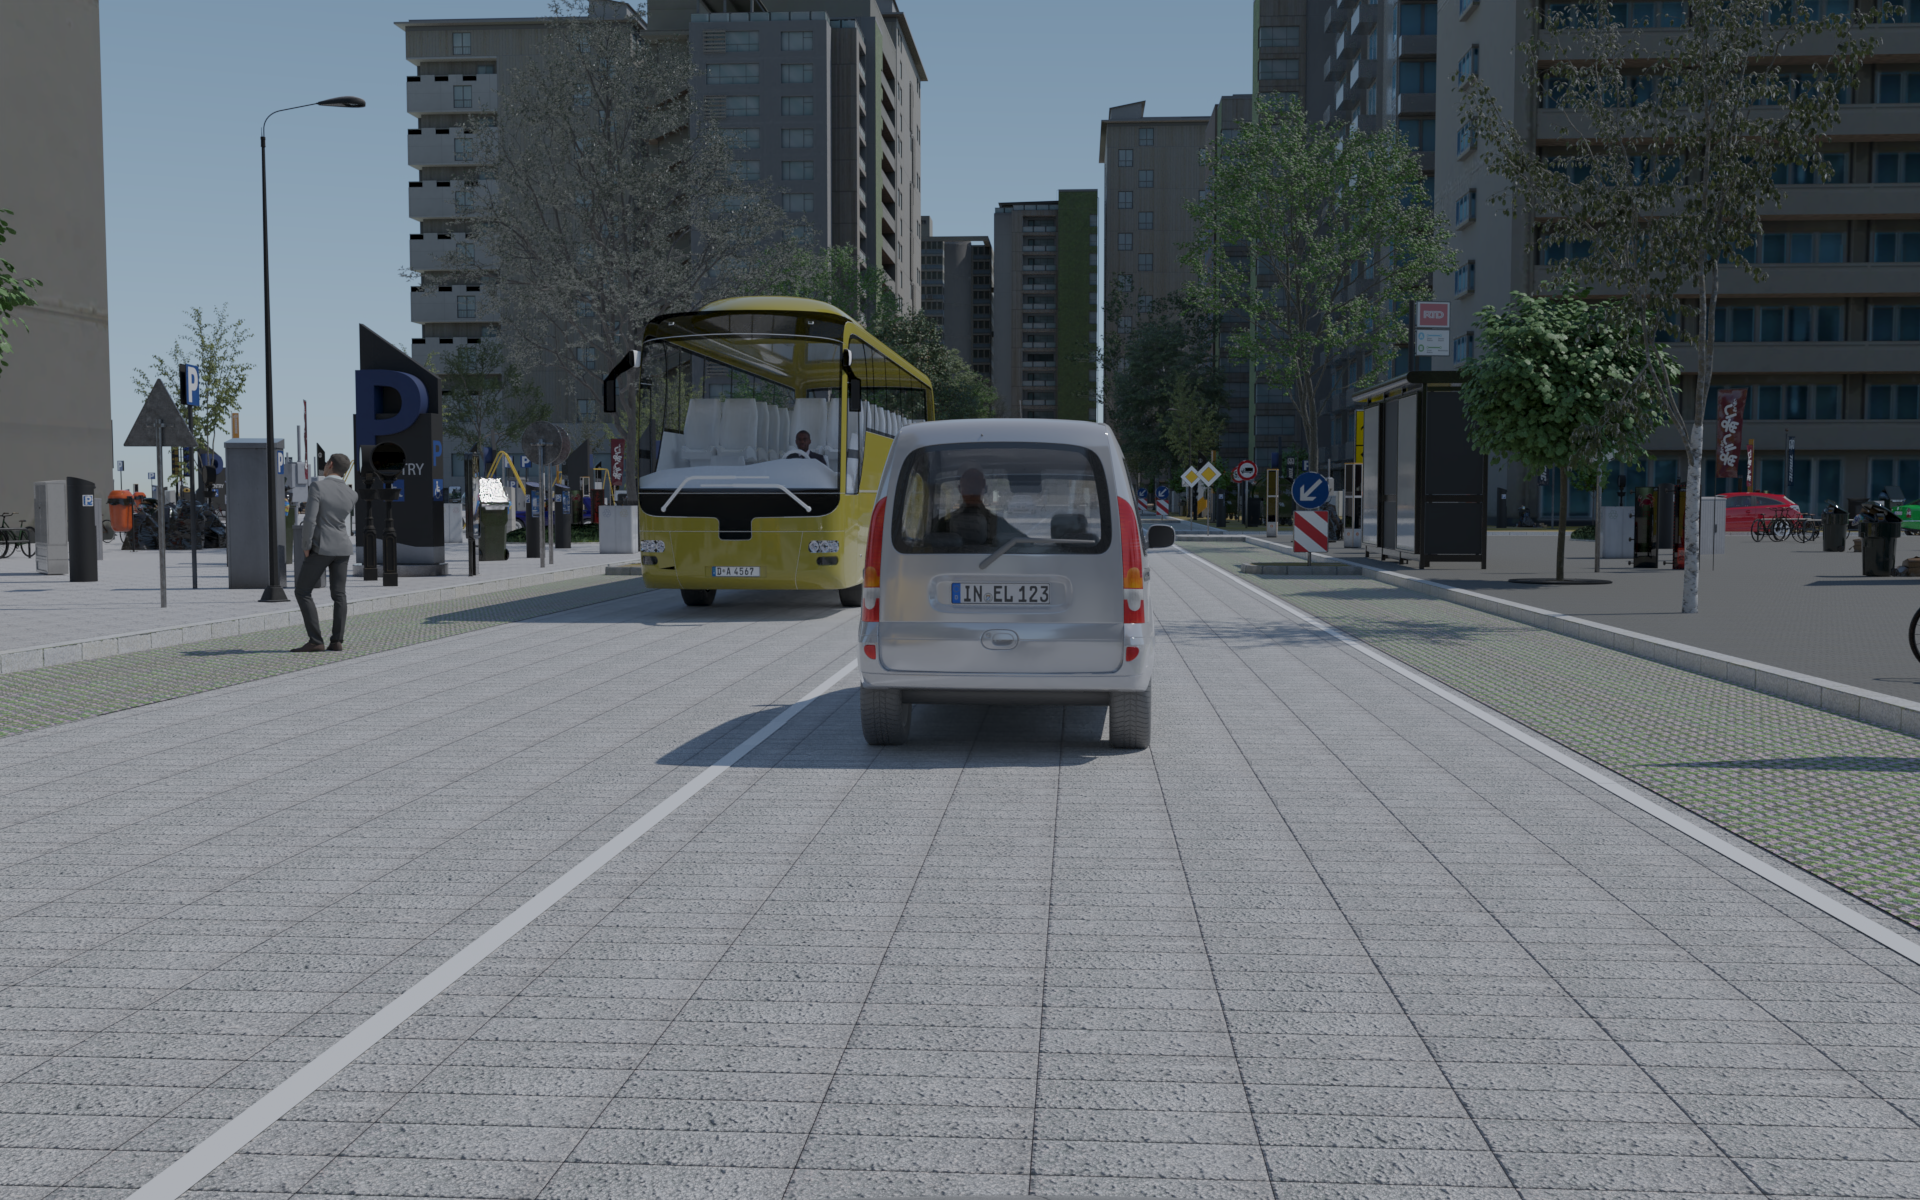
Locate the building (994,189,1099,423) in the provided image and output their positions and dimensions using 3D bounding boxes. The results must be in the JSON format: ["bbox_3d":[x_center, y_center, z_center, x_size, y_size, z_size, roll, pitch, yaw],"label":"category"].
[{"bbox_3d":[11.641,-33.706,234.682,14.086,41.232,14.154,0,4,4],"label":"building"}]

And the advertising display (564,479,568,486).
[{"bbox_3d":[-16.855,-4.217,74.164,0.123,1.923,0.974,-1,4,-14],"label":"advertising display"}]

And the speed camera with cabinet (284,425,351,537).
[{"bbox_3d":[-18.836,-3.440,50.587,0.660,3.252,2.038,2,4,30],"label":"speed camera with cabinet"}]

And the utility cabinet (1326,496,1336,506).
[{"bbox_3d":[14.478,-3.543,69.095,1.020,1.237,0.306,-1,4,-23],"label":"utility cabinet"}]

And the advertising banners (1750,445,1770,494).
[{"bbox_3d":[28.419,-4.008,61.713,2.074,3.025,0.090,-3,5,-43],"label":"advertising banners"}]

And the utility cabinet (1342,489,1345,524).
[{"bbox_3d":[16.376,-3.935,73.017,0.318,1.500,1.173,2,4,24],"label":"utility cabinet"}]

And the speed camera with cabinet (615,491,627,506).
[{"bbox_3d":[-16.234,-5.645,86.636,2.038,3.252,0.660,-1,4,-10],"label":"speed camera with cabinet"}]

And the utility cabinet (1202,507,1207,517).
[{"bbox_3d":[13.806,-5.269,94.820,1.173,1.500,0.318,-1,4,-9],"label":"utility cabinet"}]

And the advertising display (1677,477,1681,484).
[{"bbox_3d":[26.762,-3.628,64.537,0.123,1.923,0.974,2,4,24],"label":"advertising display"}]

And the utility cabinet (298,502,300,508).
[{"bbox_3d":[-48.946,-7.131,127.760,0.306,1.237,1.020,-3,4,-37],"label":"utility cabinet"}]

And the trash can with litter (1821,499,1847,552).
[{"bbox_3d":[19.675,-1.653,38.414,1.055,1.170,0.624,2,4,29],"label":"trash can with litter"}]

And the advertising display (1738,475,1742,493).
[{"bbox_3d":[26.853,-3.329,59.651,0.123,1.923,0.974,2,4,25],"label":"advertising display"}]

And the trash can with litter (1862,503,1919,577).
[{"bbox_3d":[14.556,-0.957,27.030,1.055,1.170,0.624,0,4,-2],"label":"trash can with litter"}]

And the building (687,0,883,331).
[{"bbox_3d":[-14.168,-28.188,144.470,14.154,41.232,14.086,0,4,4],"label":"building"}]

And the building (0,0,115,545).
[{"bbox_3d":[-34.994,-25.302,37.387,21.600,48.544,21.300,0,4,4],"label":"building"}]

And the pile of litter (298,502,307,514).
[{"bbox_3d":[-42.125,-5.925,110.841,1.719,0.858,1.176,2,4,25],"label":"pile of litter"}]

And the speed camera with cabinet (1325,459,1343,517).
[{"bbox_3d":[21.197,-6.344,98.066,2.038,3.252,0.660,-3,4,-37],"label":"speed camera with cabinet"}]

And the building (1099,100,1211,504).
[{"bbox_3d":[33.048,-39.798,239.938,27.495,52.752,28.713,0,4,4],"label":"building"}]

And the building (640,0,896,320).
[{"bbox_3d":[-17.663,-32.944,162.337,21.300,48.544,21.600,0,4,4],"label":"building"}]

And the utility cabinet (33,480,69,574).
[{"bbox_3d":[-14.577,-1.166,27.739,0.318,1.500,1.173,-3,4,-36],"label":"utility cabinet"}]

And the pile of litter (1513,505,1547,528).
[{"bbox_3d":[22.008,-3.238,66.900,1.176,0.858,1.719,0,4,3],"label":"pile of litter"}]

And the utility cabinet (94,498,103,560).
[{"bbox_3d":[-16.973,-1.394,33.956,0.306,1.237,1.020,-2,4,-27],"label":"utility cabinet"}]

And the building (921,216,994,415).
[{"bbox_3d":[-6.935,-33.810,244.670,23.993,40.220,32.217,0,4,4],"label":"building"}]

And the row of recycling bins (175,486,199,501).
[{"bbox_3d":[-38.009,-4.953,88.093,3.534,1.692,1.069,-1,4,-14],"label":"row of recycling bins"}]

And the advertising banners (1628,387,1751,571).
[{"bbox_3d":[12.306,-2.027,29.329,0.090,3.025,2.074,-3,4,-36],"label":"advertising banners"}]

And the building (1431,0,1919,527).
[{"bbox_3d":[32.621,-27.685,76.348,21.600,48.544,21.300,0,4,4],"label":"building"}]

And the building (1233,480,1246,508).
[{"bbox_3d":[42.168,-28.705,161.204,32.217,40.220,23.993,0,4,4],"label":"building"}]

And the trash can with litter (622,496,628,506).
[{"bbox_3d":[-15.522,-4.200,79.733,2.233,1.210,1.678,2,4,30],"label":"trash can with litter"}]

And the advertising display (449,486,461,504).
[{"bbox_3d":[-40.191,-8.113,137.855,0.974,1.923,0.123,0,4,-3],"label":"advertising display"}]

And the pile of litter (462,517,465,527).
[{"bbox_3d":[-19.843,-3.237,66.883,1.176,0.858,1.719,3,5,40],"label":"pile of litter"}]

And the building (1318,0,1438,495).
[{"bbox_3d":[37.134,-30.509,118.436,23.786,49.044,30.456,0,4,4],"label":"building"}]

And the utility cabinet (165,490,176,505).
[{"bbox_3d":[-44.384,-5.421,97.311,0.318,1.500,1.173,-3,4,-37],"label":"utility cabinet"}]

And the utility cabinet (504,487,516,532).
[{"bbox_3d":[-14.672,-2.819,54.772,1.173,1.500,0.318,1,4,9],"label":"utility cabinet"}]

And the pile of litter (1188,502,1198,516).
[{"bbox_3d":[13.422,-5.231,99.488,1.719,0.858,1.176,-2,4,-35],"label":"pile of litter"}]

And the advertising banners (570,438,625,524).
[{"bbox_3d":[-11.463,-3.576,54.649,2.074,3.025,0.090,1,4,18],"label":"advertising banners"}]

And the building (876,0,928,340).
[{"bbox_3d":[-18.427,-36.830,191.409,27.495,52.752,28.713,0,4,4],"label":"building"}]

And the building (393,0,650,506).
[{"bbox_3d":[-45.850,-36.951,193.391,27.495,52.752,28.713,0,4,4],"label":"building"}]

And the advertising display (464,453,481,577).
[{"bbox_3d":[-7.687,-1.353,27.334,0.123,1.923,0.974,-1,4,-9],"label":"advertising display"}]

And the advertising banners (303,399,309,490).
[{"bbox_3d":[-12.388,-2.253,33.029,0.090,3.025,2.074,-1,4,-15],"label":"advertising banners"}]

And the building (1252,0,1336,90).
[{"bbox_3d":[30.869,-28.083,142.745,14.154,41.232,14.086,0,4,4],"label":"building"}]

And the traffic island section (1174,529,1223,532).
[{"bbox_3d":[8.180,-2.375,61.116,2.009,0.180,2.903,0,4,4],"label":"traffic island section"}]

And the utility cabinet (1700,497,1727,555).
[{"bbox_3d":[15.848,-1.572,36.858,1.020,1.237,0.306,-2,4,-29],"label":"utility cabinet"}]

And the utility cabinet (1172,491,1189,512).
[{"bbox_3d":[15.162,-6.763,119.259,1.173,1.500,0.318,-1,4,-23],"label":"utility cabinet"}]

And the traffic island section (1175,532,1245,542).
[{"bbox_3d":[7.632,-1.888,53.150,2.009,0.180,2.903,0,4,4],"label":"traffic island section"}]

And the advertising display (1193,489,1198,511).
[{"bbox_3d":[15.946,-6.724,115.156,0.974,1.923,0.123,0,4,-7],"label":"advertising display"}]

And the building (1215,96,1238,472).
[{"bbox_3d":[33.643,-30.410,180.805,14.154,41.232,14.086,0,4,4],"label":"building"}]

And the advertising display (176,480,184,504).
[{"bbox_3d":[-37.086,-4.718,82.349,0.123,1.923,0.974,-1,4,-10],"label":"advertising display"}]

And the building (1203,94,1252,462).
[{"bbox_3d":[34.899,-33.311,194.744,14.600,45.320,14.200,0,4,4],"label":"building"}]
